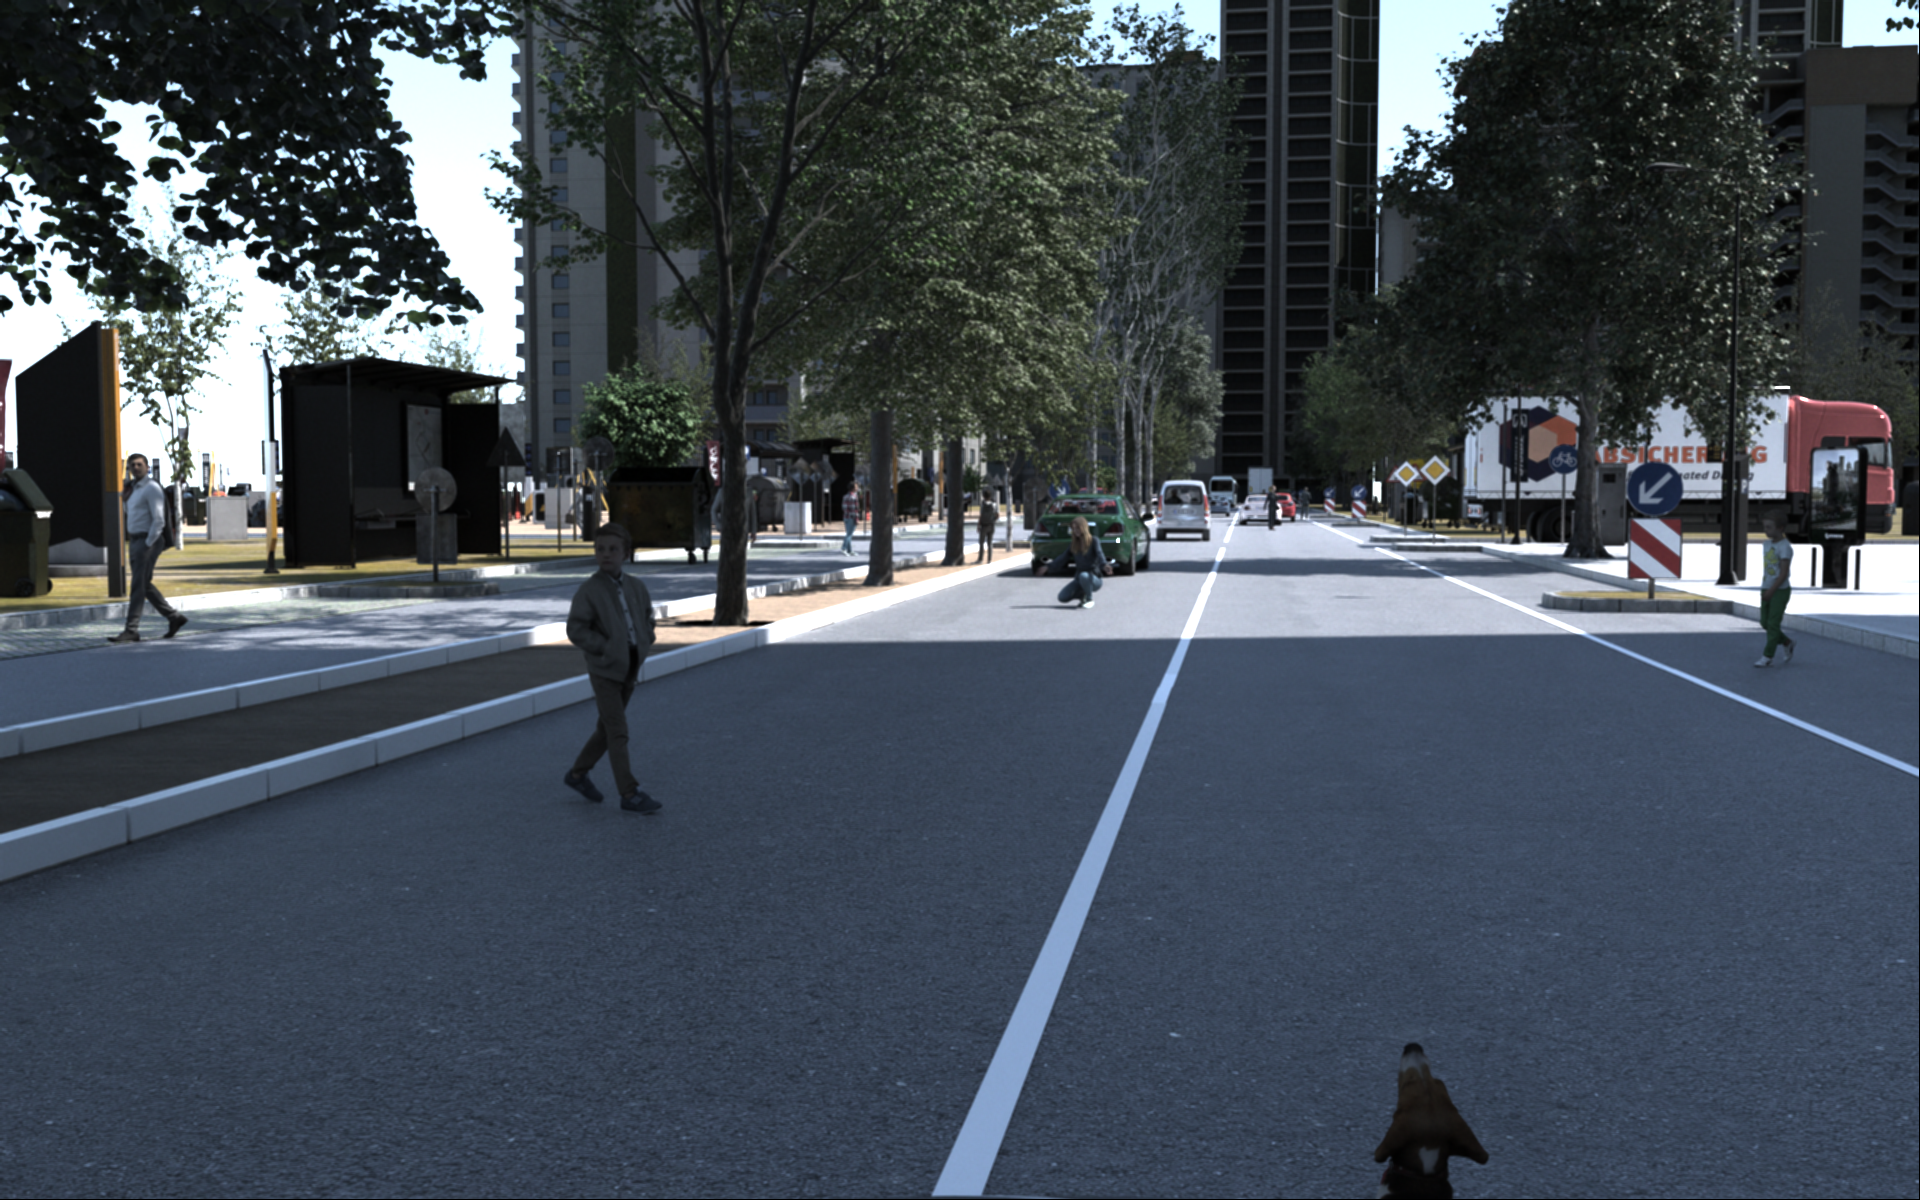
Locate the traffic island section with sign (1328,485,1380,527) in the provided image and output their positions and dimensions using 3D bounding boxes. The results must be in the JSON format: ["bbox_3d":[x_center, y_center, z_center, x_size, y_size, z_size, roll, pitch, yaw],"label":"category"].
[{"bbox_3d":[17.448,-4.147,76.437,1.989,1.847,2.006,1,4,9],"label":"traffic island section with sign"}]

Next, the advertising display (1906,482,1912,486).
[{"bbox_3d":[49.428,-5.157,89.528,0.974,1.923,0.123,1,4,14],"label":"advertising display"}]

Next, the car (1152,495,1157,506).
[{"bbox_3d":[20.851,-10.412,182.600,2.083,1.381,4.827,1,4,9],"label":"car"}]

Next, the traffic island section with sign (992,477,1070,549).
[{"bbox_3d":[1.930,-2.328,46.205,2.006,1.907,1.989,1,4,9],"label":"traffic island section with sign"}]

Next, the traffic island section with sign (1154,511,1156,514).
[{"bbox_3d":[15.354,-7.310,127.656,2.006,1.907,1.989,1,4,9],"label":"traffic island section with sign"}]

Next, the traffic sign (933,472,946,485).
[{"bbox_3d":[-1.139,-5.939,97.201,0.768,2.556,0.104,1,4,19],"label":"traffic sign"}]

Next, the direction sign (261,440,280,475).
[{"bbox_3d":[-28.655,-4.896,72.048,0.876,3.537,0.379,1,4,17],"label":"direction sign"}]

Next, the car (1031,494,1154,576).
[{"bbox_3d":[2.459,-1.236,32.011,2.131,1.459,4.920,1,4,11],"label":"car"}]

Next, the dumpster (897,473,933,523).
[{"bbox_3d":[-2.120,-4.627,78.141,1.502,2.255,1.985,1,4,9],"label":"dumpster"}]

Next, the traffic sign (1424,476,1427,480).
[{"bbox_3d":[26.441,-5.941,97.247,0.768,2.556,0.104,1,4,11],"label":"traffic sign"}]

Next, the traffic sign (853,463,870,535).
[{"bbox_3d":[-3.010,-3.129,54.809,0.795,2.450,0.064,1,4,9],"label":"traffic sign"}]

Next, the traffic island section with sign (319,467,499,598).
[{"bbox_3d":[-7.694,-0.977,24.607,1.989,1.847,2.006,1,4,9],"label":"traffic island section with sign"}]

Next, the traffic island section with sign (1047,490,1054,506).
[{"bbox_3d":[5.681,-5.937,105.696,1.989,1.847,2.006,1,4,9],"label":"traffic island section with sign"}]

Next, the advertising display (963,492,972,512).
[{"bbox_3d":[0.383,-7.289,124.391,0.974,1.923,0.123,-2,4,-28],"label":"advertising display"}]

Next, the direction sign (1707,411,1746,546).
[{"bbox_3d":[18.999,-3.118,42.981,0.876,3.537,0.379,1,4,20],"label":"direction sign"}]

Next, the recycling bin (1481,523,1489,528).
[{"bbox_3d":[20.512,-3.295,66.425,0.722,1.027,0.722,-2,4,-24],"label":"recycling bin"}]

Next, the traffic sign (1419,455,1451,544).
[{"bbox_3d":[12.112,-2.481,44.213,0.795,2.450,0.064,1,4,9],"label":"traffic sign"}]

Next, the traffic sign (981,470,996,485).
[{"bbox_3d":[1.548,-5.817,95.108,0.884,2.594,0.081,1,4,10],"label":"traffic sign"}]

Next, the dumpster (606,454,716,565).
[{"bbox_3d":[-6.126,-1.866,35.465,1.985,2.255,1.502,1,4,10],"label":"dumpster"}]

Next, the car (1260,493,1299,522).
[{"bbox_3d":[16.468,-4.934,89.708,2.155,1.783,4.494,1,4,11],"label":"car"}]

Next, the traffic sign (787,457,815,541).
[{"bbox_3d":[-4.308,-2.648,46.930,0.795,2.450,0.064,1,4,9],"label":"traffic sign"}]

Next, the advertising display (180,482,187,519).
[{"bbox_3d":[-40.267,-5.178,89.870,0.123,1.923,0.974,-1,4,-11],"label":"advertising display"}]

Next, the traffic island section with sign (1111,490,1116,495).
[{"bbox_3d":[13.899,-8.988,155.589,1.989,1.847,2.006,1,4,9],"label":"traffic island section with sign"}]

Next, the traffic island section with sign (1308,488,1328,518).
[{"bbox_3d":[21.837,-5.774,103.034,1.989,1.847,2.006,1,4,9],"label":"traffic island section with sign"}]

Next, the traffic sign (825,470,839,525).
[{"bbox_3d":[-5.364,-4.291,71.336,0.795,2.450,0.064,1,4,12],"label":"traffic sign"}]

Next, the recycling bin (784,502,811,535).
[{"bbox_3d":[-5.166,-2.608,55.194,0.722,1.027,0.722,1,4,9],"label":"recycling bin"}]

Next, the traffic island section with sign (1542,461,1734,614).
[{"bbox_3d":[8.449,-0.806,21.804,1.989,1.847,2.006,1,4,9],"label":"traffic island section with sign"}]

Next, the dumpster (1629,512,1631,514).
[{"bbox_3d":[20.340,-3.183,54.534,1.502,2.255,1.985,1,4,9],"label":"dumpster"}]

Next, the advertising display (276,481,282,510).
[{"bbox_3d":[-32.861,-4.768,83.164,0.123,1.923,0.974,3,4,38],"label":"advertising display"}]

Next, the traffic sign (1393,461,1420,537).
[{"bbox_3d":[13.411,-2.963,52.092,0.795,2.450,0.064,1,4,9],"label":"traffic sign"}]

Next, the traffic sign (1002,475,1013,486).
[{"bbox_3d":[3.087,-6.876,112.527,0.768,2.556,0.104,1,4,10],"label":"traffic sign"}]

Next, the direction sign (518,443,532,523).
[{"bbox_3d":[-19.508,-5.208,77.145,0.876,3.537,0.379,0,4,-2],"label":"direction sign"}]

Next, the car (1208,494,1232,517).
[{"bbox_3d":[16.356,-6.029,110.570,2.014,1.417,4.499,1,4,9],"label":"car"}]

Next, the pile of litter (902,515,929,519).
[{"bbox_3d":[-2.380,-4.660,90.162,1.176,0.858,1.719,-1,4,-20],"label":"pile of litter"}]

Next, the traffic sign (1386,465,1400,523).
[{"bbox_3d":[19.482,-4.738,77.470,0.884,2.594,0.081,1,4,16],"label":"traffic sign"}]

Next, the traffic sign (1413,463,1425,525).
[{"bbox_3d":[18.954,-4.414,72.165,0.884,2.594,0.081,1,4,17],"label":"traffic sign"}]

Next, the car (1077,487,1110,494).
[{"bbox_3d":[7.545,-5.497,98.555,2.281,1.827,5.304,1,4,11],"label":"car"}]

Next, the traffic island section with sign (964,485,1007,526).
[{"bbox_3d":[1.289,-4.310,79.100,1.989,1.847,2.006,1,4,9],"label":"traffic island section with sign"}]

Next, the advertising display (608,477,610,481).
[{"bbox_3d":[-11.081,-3.172,57.074,0.974,1.923,0.123,-1,4,-10],"label":"advertising display"}]

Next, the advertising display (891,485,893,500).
[{"bbox_3d":[-4.742,-7.098,121.266,0.974,1.923,0.123,1,4,17],"label":"advertising display"}]

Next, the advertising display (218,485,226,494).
[{"bbox_3d":[-49.905,-6.840,117.043,0.974,1.923,0.123,3,5,39],"label":"advertising display"}]

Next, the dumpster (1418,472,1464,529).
[{"bbox_3d":[18.109,-3.838,65.245,1.502,2.255,1.985,1,4,9],"label":"dumpster"}]

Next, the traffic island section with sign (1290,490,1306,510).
[{"bbox_3d":[30.074,-8.833,153.046,1.989,1.847,2.006,1,4,9],"label":"traffic island section with sign"}]

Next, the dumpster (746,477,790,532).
[{"bbox_3d":[-6.613,-3.254,58.969,1.264,1.857,1.865,1,4,10],"label":"dumpster"}]

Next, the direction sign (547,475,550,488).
[{"bbox_3d":[-31.847,-8.687,134.024,0.379,3.537,0.876,-2,4,-25],"label":"direction sign"}]

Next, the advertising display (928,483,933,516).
[{"bbox_3d":[-1.813,-5.896,101.617,0.123,1.923,0.974,1,4,20],"label":"advertising display"}]

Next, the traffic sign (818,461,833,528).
[{"bbox_3d":[-5.222,-4.027,65.950,0.768,2.556,0.104,1,4,16],"label":"traffic sign"}]

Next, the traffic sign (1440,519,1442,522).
[{"bbox_3d":[21.808,-4.791,78.447,0.768,2.556,0.104,1,4,19],"label":"traffic sign"}]

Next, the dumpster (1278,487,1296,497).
[{"bbox_3d":[36.715,-11.601,194.624,1.985,2.255,1.502,1,4,9],"label":"dumpster"}]

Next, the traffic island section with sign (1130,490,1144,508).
[{"bbox_3d":[18.290,-10.615,182.185,1.989,1.847,2.006,1,4,9],"label":"traffic island section with sign"}]

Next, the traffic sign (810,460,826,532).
[{"bbox_3d":[-4.933,-3.537,59.012,0.795,2.450,0.064,1,4,15],"label":"traffic sign"}]

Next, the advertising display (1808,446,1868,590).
[{"bbox_3d":[11.921,-1.122,23.551,0.123,1.923,0.974,-1,4,-12],"label":"advertising display"}]

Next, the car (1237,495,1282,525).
[{"bbox_3d":[14.003,-4.187,80.815,2.083,1.381,4.827,0,4,8],"label":"car"}]

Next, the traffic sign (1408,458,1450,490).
[{"bbox_3d":[26.395,-6.346,97.628,2.265,3.308,0.079,1,4,13],"label":"traffic sign"}]

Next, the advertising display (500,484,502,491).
[{"bbox_3d":[-28.534,-6.173,106.142,0.974,1.923,0.123,1,4,13],"label":"advertising display"}]
